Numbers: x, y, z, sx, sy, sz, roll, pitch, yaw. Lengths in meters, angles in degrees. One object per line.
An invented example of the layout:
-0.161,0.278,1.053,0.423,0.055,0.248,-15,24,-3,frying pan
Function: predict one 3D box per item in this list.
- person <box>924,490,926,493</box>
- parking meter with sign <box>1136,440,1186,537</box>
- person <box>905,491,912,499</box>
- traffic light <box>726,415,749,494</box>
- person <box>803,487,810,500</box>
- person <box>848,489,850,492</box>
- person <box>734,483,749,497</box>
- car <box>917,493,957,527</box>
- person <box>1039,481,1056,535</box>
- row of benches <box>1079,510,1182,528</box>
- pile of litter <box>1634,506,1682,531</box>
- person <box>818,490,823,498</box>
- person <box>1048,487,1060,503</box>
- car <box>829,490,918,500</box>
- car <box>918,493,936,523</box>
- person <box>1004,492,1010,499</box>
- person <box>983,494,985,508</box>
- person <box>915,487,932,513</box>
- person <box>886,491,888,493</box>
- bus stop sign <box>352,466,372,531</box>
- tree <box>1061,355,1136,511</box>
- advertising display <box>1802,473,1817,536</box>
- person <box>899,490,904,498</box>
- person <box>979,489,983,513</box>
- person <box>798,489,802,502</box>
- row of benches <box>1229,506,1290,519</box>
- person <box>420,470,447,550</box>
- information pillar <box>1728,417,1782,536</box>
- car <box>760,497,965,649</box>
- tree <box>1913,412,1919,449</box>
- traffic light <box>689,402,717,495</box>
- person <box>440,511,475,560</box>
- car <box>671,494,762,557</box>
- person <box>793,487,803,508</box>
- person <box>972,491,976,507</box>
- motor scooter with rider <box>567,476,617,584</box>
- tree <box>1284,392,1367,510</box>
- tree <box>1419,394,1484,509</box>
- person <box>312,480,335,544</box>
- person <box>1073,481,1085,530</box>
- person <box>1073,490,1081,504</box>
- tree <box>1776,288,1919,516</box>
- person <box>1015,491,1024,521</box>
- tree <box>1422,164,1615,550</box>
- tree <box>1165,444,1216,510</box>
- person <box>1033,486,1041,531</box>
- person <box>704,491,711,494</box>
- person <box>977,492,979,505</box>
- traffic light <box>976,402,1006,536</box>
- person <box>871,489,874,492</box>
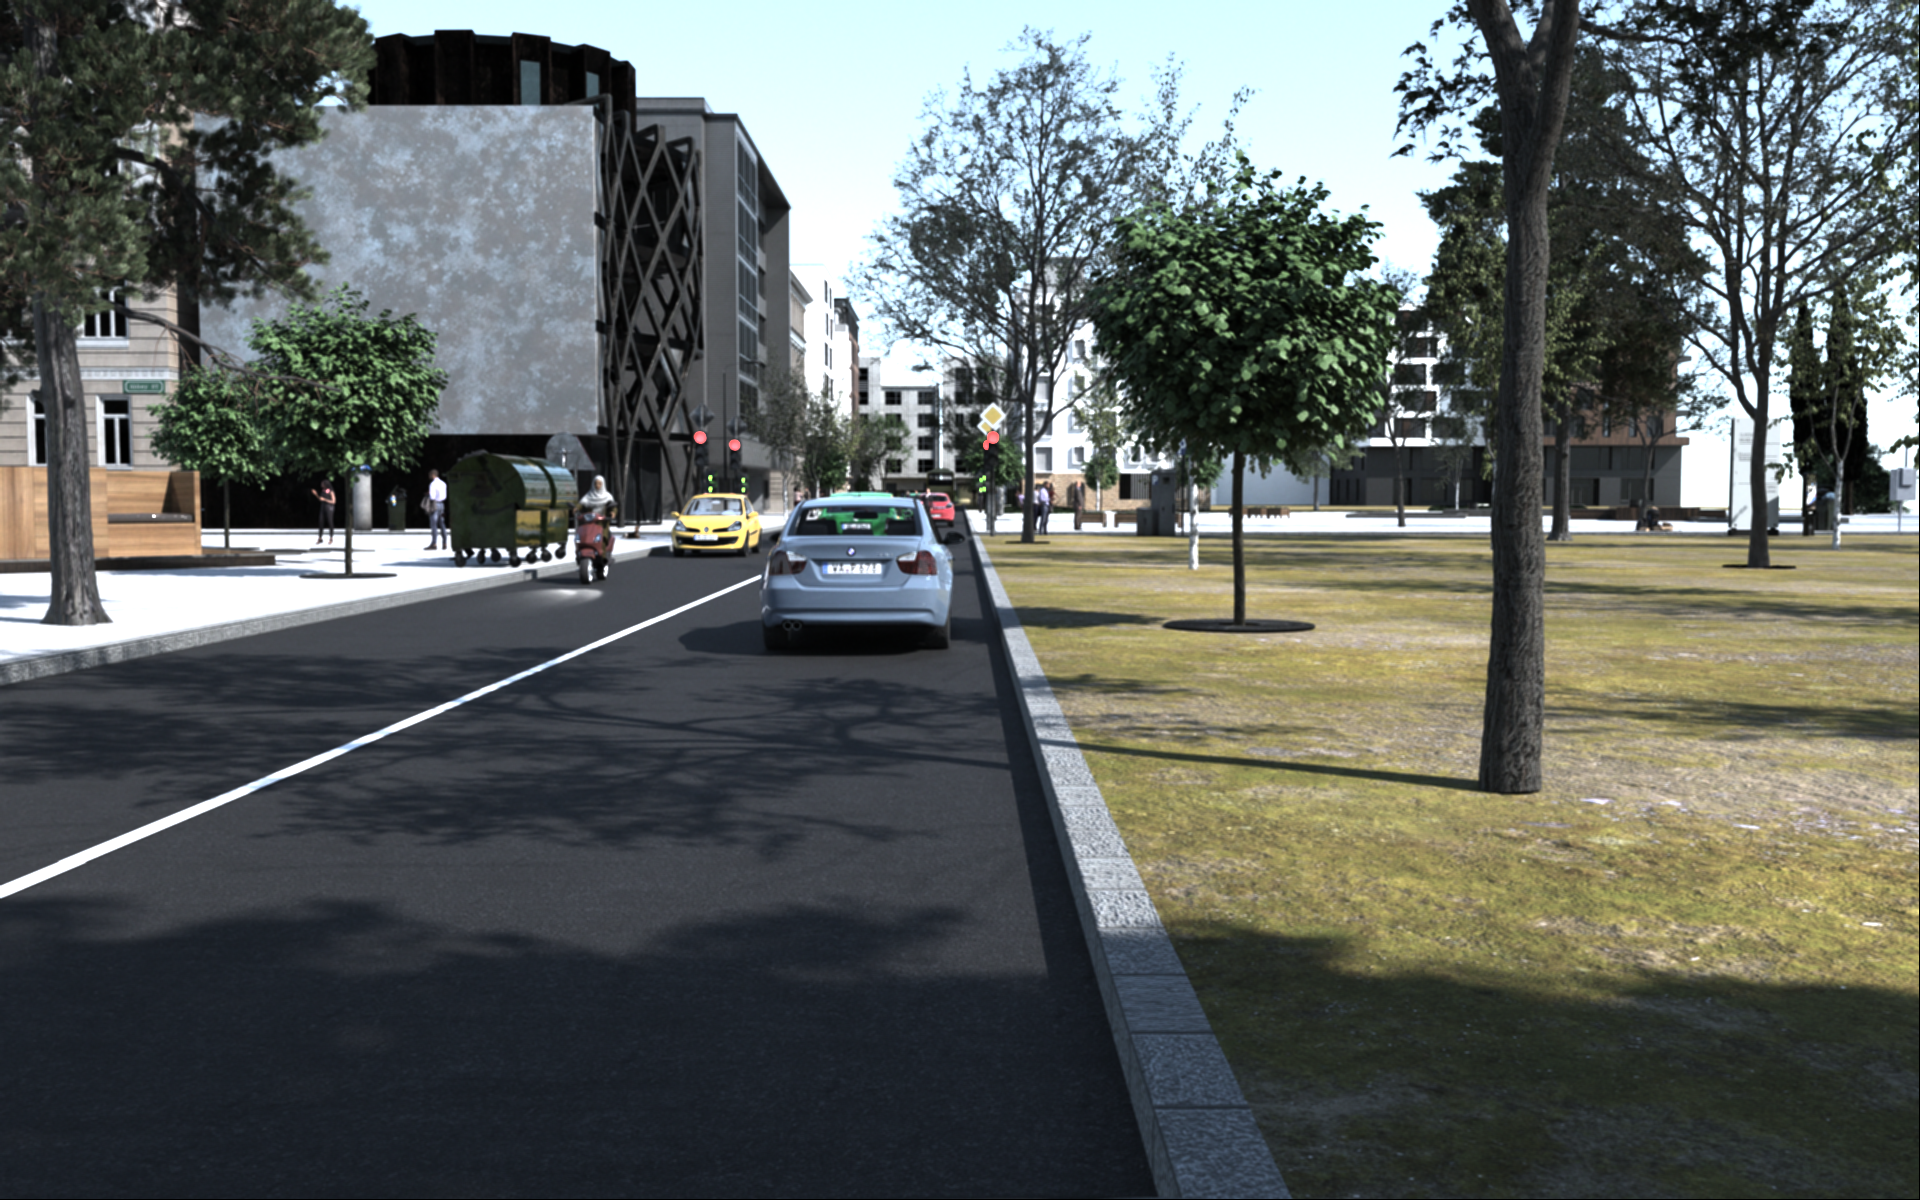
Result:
-3.621,-10.716,183.663,0.705,1.831,1.348,-1,4,-13,person
6.169,-3.455,52.757,1.738,3.016,0.543,-2,4,-34,parking meter with sign
-2.082,-3.533,68.480,0.569,1.553,0.471,-1,4,-13,person
-7.789,-4.351,60.387,0.839,4.213,0.868,0,3,0,traffic light
-10.307,-6.641,115.148,0.750,1.759,0.617,0,4,-5,person
-10.034,-9.191,156.985,0.551,1.740,0.621,-2,4,-25,person
-8.583,-3.746,67.971,0.600,1.739,0.565,-2,4,-25,person
-1.179,-4.118,76.374,2.155,1.783,4.494,0,4,-2,car
2.799,-2.837,54.746,0.599,1.838,0.709,1,4,22,person
6.369,-3.098,66.113,4.104,0.672,1.422,1,4,14,row of benches
24.211,-2.821,60.095,1.719,0.858,1.176,0,4,7,pile of litter
-9.654,-6.924,119.787,0.750,1.759,0.617,1,4,22,person
7.242,-8.008,136.917,1.348,1.831,0.705,-1,4,-22,person
-1.958,-1.607,35.063,1.959,1.807,4.718,0,4,0,car
-2.077,-4.694,85.541,1.959,1.807,4.718,0,4,-1,car
3.435,-8.410,143.633,1.350,1.814,0.705,0,4,0,person
2.392,-9.692,165.031,1.217,1.766,0.721,2,4,35,person
-1.520,-3.926,73.496,0.742,1.727,0.445,-1,4,-22,person
-8.933,-12.445,210.439,0.541,1.710,0.530,-3,4,-39,person
-20.737,-4.342,60.015,0.837,3.901,0.837,-1,4,-12,bus stop sign
7.146,-8.337,86.668,4.737,8.622,4.395,0,3,0,tree
25.927,-2.915,52.868,0.123,1.923,0.974,3,5,43,advertising display
-5.460,-9.404,162.233,0.705,1.826,1.348,-1,4,-23,person
1.514,-6.786,117.796,0.445,1.727,0.742,-3,4,-39,person
-9.575,-5.789,102.753,0.516,1.574,0.319,3,5,44,person
15.633,-4.616,90.939,1.422,0.672,4.104,-2,4,-33,row of benches
-12.097,-2.065,39.681,0.599,1.838,0.709,1,4,18,person
24.381,-3.781,53.128,1.656,3.620,0.184,-1,4,-11,information pillar
-0.954,-0.325,17.309,2.014,1.417,4.499,0,3,0,car
54.815,-7.642,87.854,11.467,7.101,20.602,0,4,0,tree
-7.788,-3.863,52.402,0.839,4.213,0.868,0,3,0,traffic light
-9.862,-1.533,33.807,0.600,1.496,0.574,0,4,7,person
-5.697,-1.868,40.759,2.015,1.641,3.980,0,3,0,car
-8.567,-5.149,91.692,0.566,1.644,0.517,-2,4,-27,person
1.387,-10.325,176.322,0.415,1.643,0.593,-2,4,-25,person
-5.991,-1.180,28.264,0.876,1.779,1.986,0,4,-2,motor scooter with rider
27.023,-12.999,130.668,7.486,12.596,7.792,0,3,0,tree
33.888,-10.280,118.440,4.360,8.622,3.978,0,3,0,tree
-16.219,-2.240,44.140,0.593,1.643,0.415,-1,4,-10,person
4.225,-3.359,61.517,0.434,1.755,0.990,0,4,0,person
5.336,-4.246,78.003,0.480,1.512,0.613,0,4,2,person
57.142,-12.609,107.980,13.155,14.587,18.604,0,4,-8,tree
2.981,-4.524,83.235,0.697,1.427,0.421,1,4,14,person
12.506,-5.456,39.576,4.737,8.622,4.395,0,3,0,tree
17.077,-12.469,129.626,9.928,11.665,9.643,0,3,0,tree
2.590,-3.163,59.963,0.590,1.554,0.614,-3,5,-40,person
-12.347,-4.672,84.388,0.435,1.587,0.963,3,5,41,person
2.159,-11.545,195.480,0.621,1.740,0.551,0,4,0,person
0.974,-3.864,52.420,0.839,4.213,0.868,0,3,0,traffic light
-8.349,-9.945,168.510,0.599,1.838,0.709,-1,4,-15,person
